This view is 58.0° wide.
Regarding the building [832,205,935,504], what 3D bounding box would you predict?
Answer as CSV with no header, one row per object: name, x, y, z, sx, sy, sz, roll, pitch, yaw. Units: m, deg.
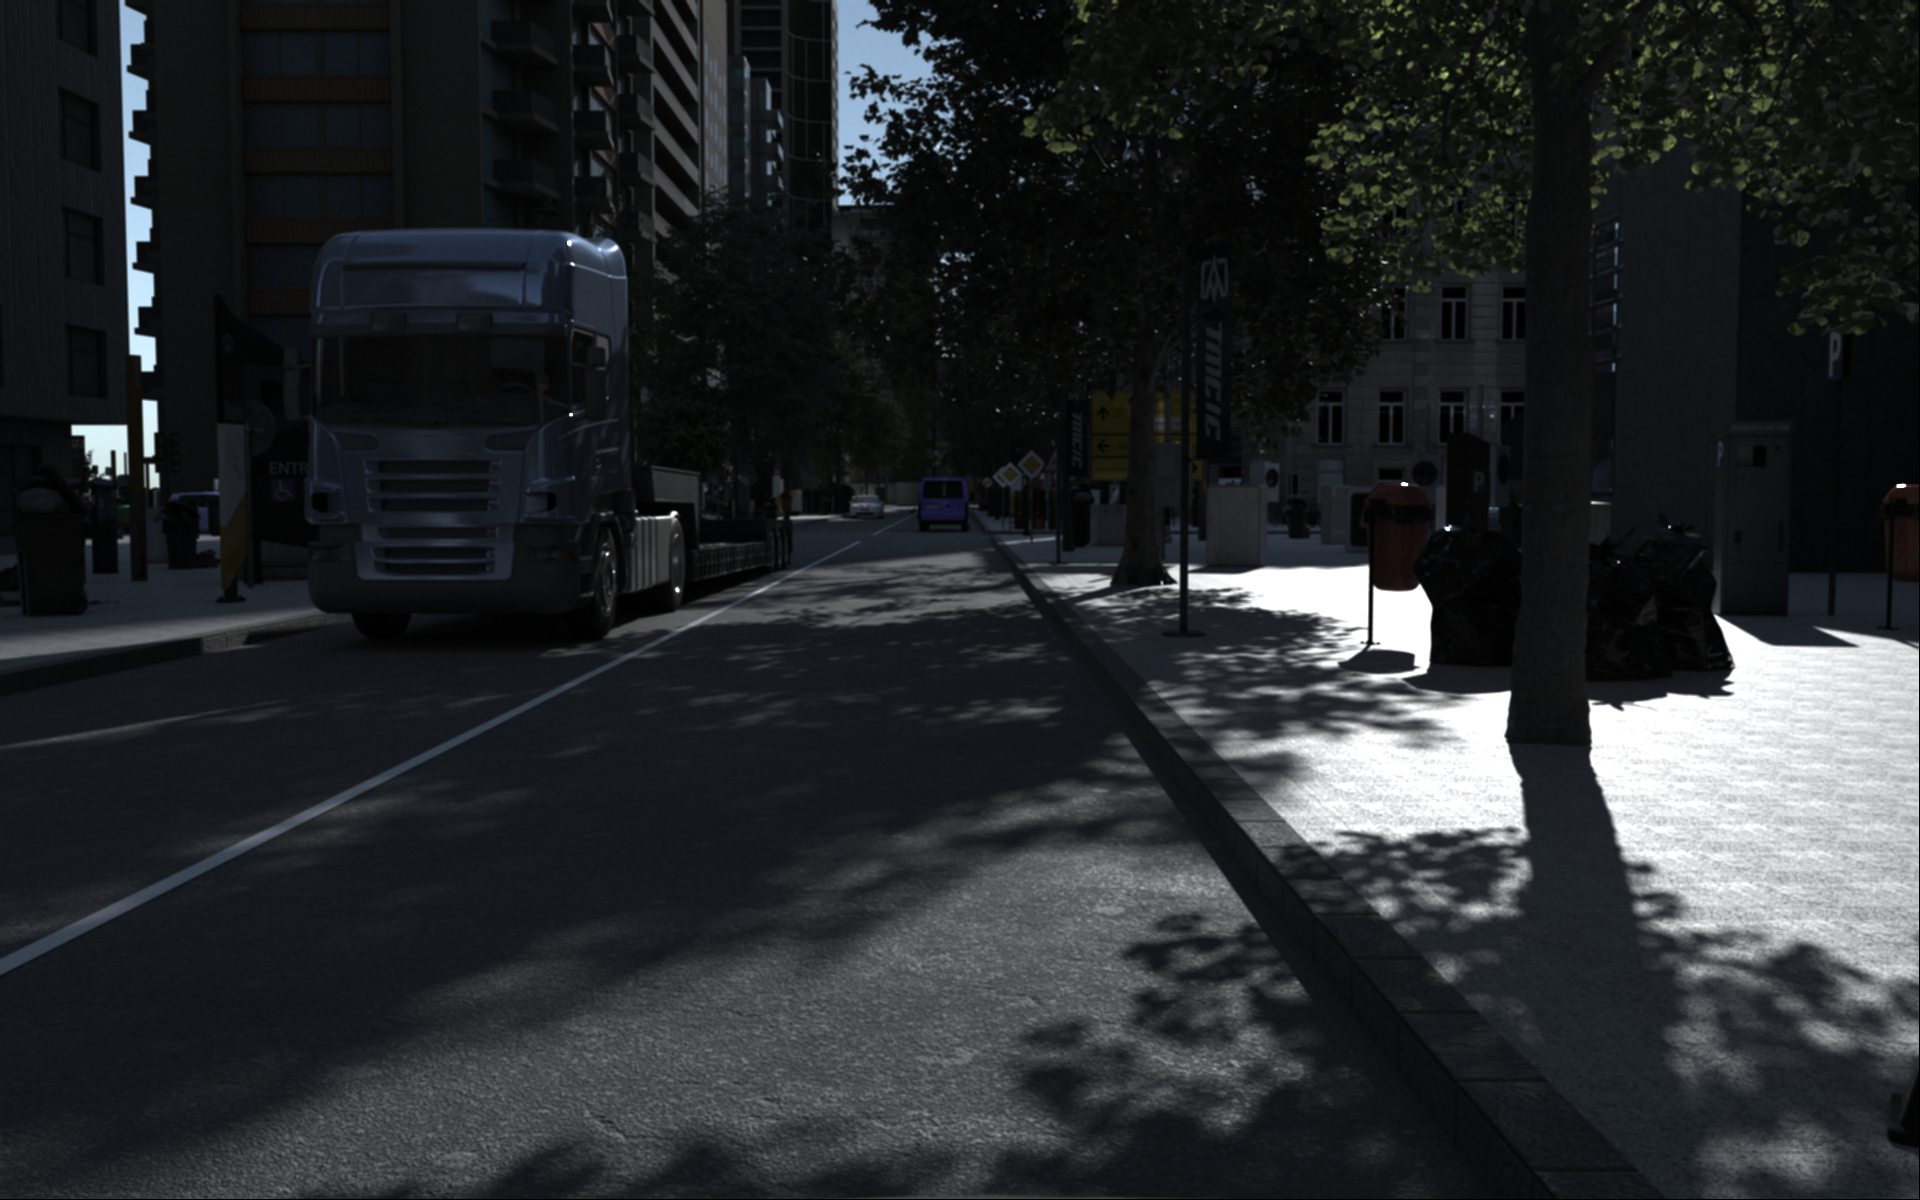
building,-10.366,-33.885,237.618,14.086,41.232,14.154,0,4,0

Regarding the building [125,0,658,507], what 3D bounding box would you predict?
building,-27.324,-26.343,85.328,22.147,44.769,28.867,0,4,0

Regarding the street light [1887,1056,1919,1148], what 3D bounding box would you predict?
street light,1.484,-1.881,3.301,1.470,5.913,1.316,0,4,0

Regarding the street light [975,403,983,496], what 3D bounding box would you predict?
street light,1.348,-6.987,86.775,1.470,5.913,1.316,0,4,0

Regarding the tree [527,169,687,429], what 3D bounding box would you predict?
tree,-8.555,-5.494,40.186,4.737,8.622,4.395,0,3,0

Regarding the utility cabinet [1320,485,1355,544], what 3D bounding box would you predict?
utility cabinet,9.704,-2.180,44.329,0.318,1.500,1.173,3,5,44

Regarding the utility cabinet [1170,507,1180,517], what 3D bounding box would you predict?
utility cabinet,11.851,-5.252,97.026,1.020,1.237,0.306,0,4,1

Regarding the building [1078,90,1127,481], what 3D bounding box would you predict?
building,23.669,-32.538,186.625,22.147,44.769,28.867,0,4,0

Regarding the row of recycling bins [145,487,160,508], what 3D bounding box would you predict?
row of recycling bins,-61.992,-7.671,132.534,3.534,1.692,1.069,0,4,5

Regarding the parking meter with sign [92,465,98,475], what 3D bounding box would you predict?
parking meter with sign,-53.206,-6.649,104.976,1.738,3.016,0.543,0,4,1

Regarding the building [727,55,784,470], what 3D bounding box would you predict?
building,-34.973,-34.856,189.512,30.456,49.044,23.786,0,4,0

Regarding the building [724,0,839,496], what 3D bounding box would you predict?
building,-27.723,-49.055,240.293,20.611,71.187,20.563,0,4,0

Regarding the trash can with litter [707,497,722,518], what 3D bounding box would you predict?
trash can with litter,-10.409,-3.873,74.715,1.055,1.170,0.624,2,4,33

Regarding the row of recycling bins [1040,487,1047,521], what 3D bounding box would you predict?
row of recycling bins,5.123,-5.326,94.196,1.069,1.692,3.534,1,4,23

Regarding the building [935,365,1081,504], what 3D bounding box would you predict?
building,11.110,-24.450,244.796,28.899,21.520,27.650,0,4,0

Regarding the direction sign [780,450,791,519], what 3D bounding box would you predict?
direction sign,-8.974,-5.943,89.164,0.876,3.537,0.379,3,5,44

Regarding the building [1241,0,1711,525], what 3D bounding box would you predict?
building,25.646,-17.123,77.231,25.104,27.353,12.463,0,4,0

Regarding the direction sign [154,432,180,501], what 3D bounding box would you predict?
direction sign,-29.131,-4.386,63.713,0.876,3.537,0.379,0,4,-7

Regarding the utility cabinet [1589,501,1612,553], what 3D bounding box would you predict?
utility cabinet,5.794,-0.312,16.271,0.306,1.237,1.020,3,5,40

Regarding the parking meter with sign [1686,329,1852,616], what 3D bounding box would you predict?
parking meter with sign,8.398,-1.352,18.374,1.738,3.016,0.543,1,4,11

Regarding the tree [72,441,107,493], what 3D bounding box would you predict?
tree,-32.130,-4.213,63.490,1.663,3.219,1.824,0,3,0

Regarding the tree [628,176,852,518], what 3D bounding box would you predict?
tree,-8.845,-9.954,69.399,9.857,13.997,8.962,0,3,0

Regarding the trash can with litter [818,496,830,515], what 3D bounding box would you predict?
trash can with litter,-8.241,-5.696,104.508,0.624,1.170,1.055,0,4,6

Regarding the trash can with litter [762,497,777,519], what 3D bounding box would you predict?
trash can with litter,-7.972,-3.645,70.981,0.624,1.170,1.055,-3,5,-43

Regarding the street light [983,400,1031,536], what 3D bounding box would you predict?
street light,1.531,-4.936,53.242,1.470,5.913,1.316,0,4,0

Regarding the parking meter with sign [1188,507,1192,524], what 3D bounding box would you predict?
parking meter with sign,9.628,-4.750,73.921,0.543,3.016,1.738,0,4,1

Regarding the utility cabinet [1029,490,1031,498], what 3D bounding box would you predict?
utility cabinet,4.144,-5.779,103.168,1.173,1.500,0.318,2,4,31

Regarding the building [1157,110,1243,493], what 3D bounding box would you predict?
building,21.588,-20.636,113.815,17.030,29.872,44.131,0,4,0

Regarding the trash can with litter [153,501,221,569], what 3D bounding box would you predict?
trash can with litter,-13.317,-1.133,29.911,0.624,1.170,1.055,1,4,17

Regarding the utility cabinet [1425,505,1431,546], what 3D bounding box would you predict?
utility cabinet,10.953,-1.810,40.754,1.020,1.237,0.306,3,5,43

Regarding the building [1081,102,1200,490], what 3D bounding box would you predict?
building,23.339,-51.542,155.381,22.319,86.520,31.000,0,4,0

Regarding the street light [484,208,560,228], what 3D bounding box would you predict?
street light,-7.203,-3.409,28.284,1.470,5.913,1.316,0,4,0

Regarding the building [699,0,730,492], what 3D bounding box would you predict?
building,-26.979,-30.157,143.171,14.600,45.320,14.200,0,4,0

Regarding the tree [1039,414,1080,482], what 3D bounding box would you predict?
tree,8.065,-11.066,131.295,4.737,8.622,4.395,0,3,0

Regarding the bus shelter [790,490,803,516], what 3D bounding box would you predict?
bus shelter,-10.054,-6.766,104.541,2.014,3.302,5.546,0,4,0

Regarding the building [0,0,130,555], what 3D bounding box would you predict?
building,-26.102,-16.123,35.320,14.107,30.474,14.160,0,4,0

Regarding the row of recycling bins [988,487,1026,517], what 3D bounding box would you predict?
row of recycling bins,2.781,-5.682,100.009,1.069,1.692,3.534,2,4,33

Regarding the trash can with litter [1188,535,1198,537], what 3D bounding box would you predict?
trash can with litter,7.790,-2.452,51.144,2.233,1.210,1.678,2,4,27

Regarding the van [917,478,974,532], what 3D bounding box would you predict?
van,-0.583,-3.855,67.409,2.240,2.365,5.245,0,4,1

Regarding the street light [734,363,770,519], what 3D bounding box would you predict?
street light,-7.411,-5.436,61.421,1.470,5.913,1.316,0,4,0

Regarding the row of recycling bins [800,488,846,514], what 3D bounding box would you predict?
row of recycling bins,-9.209,-6.521,113.725,3.534,1.692,1.069,1,4,8

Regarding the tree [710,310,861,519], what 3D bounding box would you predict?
tree,-8.533,-9.177,84.464,8.767,10.594,7.601,0,4,1

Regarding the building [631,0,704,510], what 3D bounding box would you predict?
building,-29.897,-30.255,118.378,21.300,48.544,21.600,0,4,0

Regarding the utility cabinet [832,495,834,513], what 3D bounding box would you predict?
utility cabinet,-8.517,-6.478,117.072,0.306,1.237,1.020,2,4,29

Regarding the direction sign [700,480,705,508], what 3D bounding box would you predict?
direction sign,-16.219,-7.161,109.075,0.379,3.537,0.876,1,4,17

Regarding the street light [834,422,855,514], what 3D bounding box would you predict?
street light,-7.429,-8.506,111.606,1.470,5.913,1.316,0,4,0

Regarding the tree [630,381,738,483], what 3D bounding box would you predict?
tree,-8.173,-4.095,50.661,4.285,4.588,4.351,0,3,0

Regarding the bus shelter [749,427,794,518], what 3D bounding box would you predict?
bus shelter,-10.699,-7.226,95.785,2.179,5.291,8.768,0,3,0

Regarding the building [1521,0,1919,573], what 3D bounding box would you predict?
building,23.731,-43.298,20.591,22.319,86.520,31.000,0,4,0

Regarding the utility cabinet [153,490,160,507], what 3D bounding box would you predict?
utility cabinet,-45.374,-5.513,98.810,0.318,1.500,1.173,2,4,31

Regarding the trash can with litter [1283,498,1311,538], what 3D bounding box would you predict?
trash can with litter,9.775,-2.370,50.142,0.624,1.170,1.055,2,4,27
